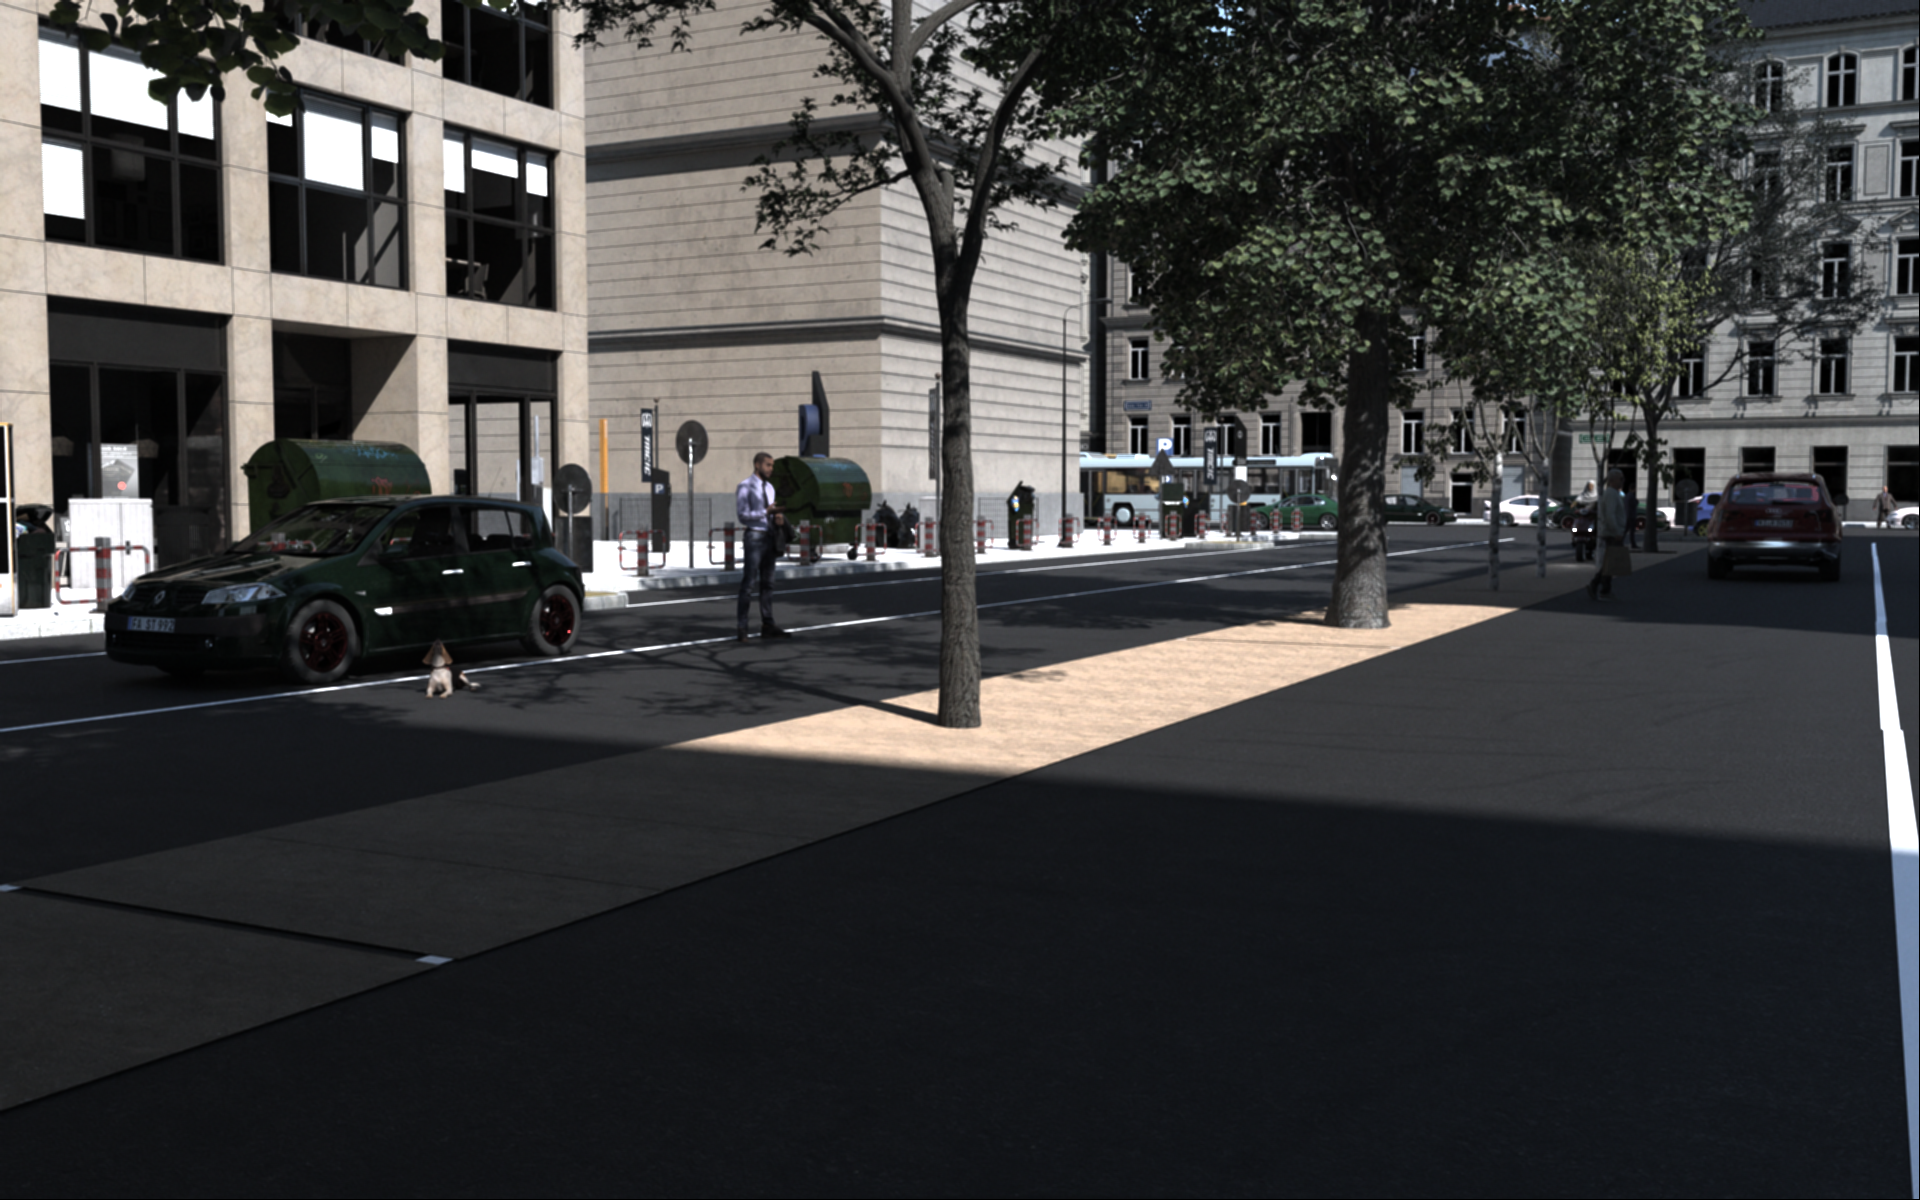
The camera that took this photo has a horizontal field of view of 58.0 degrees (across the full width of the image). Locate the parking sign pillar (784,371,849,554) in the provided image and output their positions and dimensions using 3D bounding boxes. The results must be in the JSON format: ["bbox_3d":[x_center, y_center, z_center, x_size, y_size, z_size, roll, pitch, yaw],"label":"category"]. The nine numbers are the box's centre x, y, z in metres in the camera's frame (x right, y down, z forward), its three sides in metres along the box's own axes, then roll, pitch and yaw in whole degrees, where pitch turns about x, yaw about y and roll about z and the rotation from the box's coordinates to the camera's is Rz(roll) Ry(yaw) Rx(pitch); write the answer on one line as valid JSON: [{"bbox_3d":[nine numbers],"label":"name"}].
[{"bbox_3d":[-3.134,-2.991,37.374,1.447,3.967,1.447,-1,4,-15],"label":"parking sign pillar"}]

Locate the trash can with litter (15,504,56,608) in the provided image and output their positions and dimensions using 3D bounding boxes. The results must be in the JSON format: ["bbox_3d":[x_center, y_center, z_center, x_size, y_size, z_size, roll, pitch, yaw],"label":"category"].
[{"bbox_3d":[-10.680,-0.496,19.504,1.055,1.170,0.624,2,4,32],"label":"trash can with litter"}]

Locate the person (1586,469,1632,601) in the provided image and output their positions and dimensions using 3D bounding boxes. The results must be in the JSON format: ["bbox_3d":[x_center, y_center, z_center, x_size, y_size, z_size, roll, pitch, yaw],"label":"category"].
[{"bbox_3d":[8.693,-0.868,23.182,0.515,1.767,0.782,1,4,14],"label":"person"}]

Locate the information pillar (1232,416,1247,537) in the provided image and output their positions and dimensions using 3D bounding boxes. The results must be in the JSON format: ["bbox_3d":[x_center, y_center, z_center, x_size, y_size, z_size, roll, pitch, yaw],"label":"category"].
[{"bbox_3d":[8.392,-3.701,51.869,0.504,3.616,0.183,-3,5,-42],"label":"information pillar"}]

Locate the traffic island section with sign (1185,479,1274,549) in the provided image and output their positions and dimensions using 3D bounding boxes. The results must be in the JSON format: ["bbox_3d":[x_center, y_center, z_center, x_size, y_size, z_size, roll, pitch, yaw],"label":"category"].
[{"bbox_3d":[7.240,-2.279,45.882,1.989,1.847,2.006,2,4,28],"label":"traffic island section with sign"}]

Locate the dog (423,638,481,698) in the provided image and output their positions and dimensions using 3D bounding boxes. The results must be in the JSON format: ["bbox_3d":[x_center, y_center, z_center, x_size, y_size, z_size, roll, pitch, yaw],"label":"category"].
[{"bbox_3d":[-3.641,0.470,12.511,0.550,0.427,0.748,3,4,39],"label":"dog"}]

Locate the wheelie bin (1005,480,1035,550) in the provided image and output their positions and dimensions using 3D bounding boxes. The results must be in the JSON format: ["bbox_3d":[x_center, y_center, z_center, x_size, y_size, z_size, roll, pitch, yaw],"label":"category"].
[{"bbox_3d":[1.411,-1.979,40.262,0.693,1.594,0.980,0,4,0],"label":"wheelie bin"}]

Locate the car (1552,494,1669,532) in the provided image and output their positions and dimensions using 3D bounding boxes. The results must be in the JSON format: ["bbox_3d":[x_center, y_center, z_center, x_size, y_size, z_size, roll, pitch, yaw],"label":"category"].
[{"bbox_3d":[24.910,-3.460,66.357,4.222,1.686,2.009,2,4,29],"label":"car"}]

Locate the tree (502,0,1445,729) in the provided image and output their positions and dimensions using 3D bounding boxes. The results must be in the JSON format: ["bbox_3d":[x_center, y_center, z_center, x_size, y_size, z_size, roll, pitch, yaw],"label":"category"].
[{"bbox_3d":[0.180,-4.511,10.629,8.767,10.594,7.601,2,4,28],"label":"tree"}]

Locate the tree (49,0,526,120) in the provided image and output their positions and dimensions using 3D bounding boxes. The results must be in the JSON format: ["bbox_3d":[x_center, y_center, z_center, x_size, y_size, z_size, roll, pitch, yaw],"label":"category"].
[{"bbox_3d":[-3.244,-5.086,3.746,7.486,12.596,7.792,0,3,0],"label":"tree"}]

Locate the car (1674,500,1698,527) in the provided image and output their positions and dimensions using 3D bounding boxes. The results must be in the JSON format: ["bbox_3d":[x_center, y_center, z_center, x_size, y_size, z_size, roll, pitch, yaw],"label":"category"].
[{"bbox_3d":[28.589,-3.285,62.377,5.304,1.827,2.281,2,4,29],"label":"car"}]

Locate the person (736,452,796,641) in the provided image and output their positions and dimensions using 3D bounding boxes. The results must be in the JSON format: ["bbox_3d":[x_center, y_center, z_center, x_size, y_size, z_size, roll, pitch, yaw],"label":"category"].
[{"bbox_3d":[-1.871,-0.528,16.997,0.599,1.838,0.709,2,4,31],"label":"person"}]

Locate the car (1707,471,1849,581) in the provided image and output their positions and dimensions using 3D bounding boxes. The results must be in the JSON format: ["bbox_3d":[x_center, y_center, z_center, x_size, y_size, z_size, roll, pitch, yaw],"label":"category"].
[{"bbox_3d":[14.285,-1.325,30.333,2.281,1.827,5.304,2,4,26],"label":"car"}]

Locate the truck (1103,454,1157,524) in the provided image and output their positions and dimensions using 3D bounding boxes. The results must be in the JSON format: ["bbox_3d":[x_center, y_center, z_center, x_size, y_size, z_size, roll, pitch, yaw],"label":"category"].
[{"bbox_3d":[6.118,-5.457,85.138,9.791,3.379,3.469,2,4,26],"label":"truck"}]

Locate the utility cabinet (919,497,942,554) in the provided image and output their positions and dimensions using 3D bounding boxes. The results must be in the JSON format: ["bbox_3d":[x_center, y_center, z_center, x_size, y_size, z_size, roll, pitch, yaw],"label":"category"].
[{"bbox_3d":[-0.378,-1.576,36.935,1.020,1.237,0.306,2,4,33],"label":"utility cabinet"}]

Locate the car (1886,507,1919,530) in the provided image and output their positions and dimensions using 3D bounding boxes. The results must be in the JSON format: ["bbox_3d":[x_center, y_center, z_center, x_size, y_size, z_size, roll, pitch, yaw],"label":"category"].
[{"bbox_3d":[39.849,-3.489,69.402,4.827,1.381,2.083,2,4,29],"label":"car"}]

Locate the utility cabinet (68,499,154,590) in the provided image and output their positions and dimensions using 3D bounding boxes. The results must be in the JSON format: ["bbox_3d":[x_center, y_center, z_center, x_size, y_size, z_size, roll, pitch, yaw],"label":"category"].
[{"bbox_3d":[-11.526,-0.757,23.534,1.020,1.237,0.306,-2,4,-28],"label":"utility cabinet"}]

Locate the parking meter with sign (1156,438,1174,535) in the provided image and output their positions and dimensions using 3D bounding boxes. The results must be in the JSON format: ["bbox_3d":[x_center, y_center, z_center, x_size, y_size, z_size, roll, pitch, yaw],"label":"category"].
[{"bbox_3d":[6.570,-3.582,54.825,0.543,3.016,1.738,1,4,13],"label":"parking meter with sign"}]

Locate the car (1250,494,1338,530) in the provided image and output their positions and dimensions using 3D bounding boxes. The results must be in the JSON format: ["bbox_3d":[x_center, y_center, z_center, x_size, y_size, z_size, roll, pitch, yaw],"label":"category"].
[{"bbox_3d":[13.759,-3.553,69.897,4.920,1.459,2.131,2,4,28],"label":"car"}]

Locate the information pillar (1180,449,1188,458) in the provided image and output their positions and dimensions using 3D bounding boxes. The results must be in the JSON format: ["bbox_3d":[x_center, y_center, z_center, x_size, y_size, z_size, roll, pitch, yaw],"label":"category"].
[{"bbox_3d":[11.736,-6.087,90.871,0.183,3.616,0.504,-3,5,-45],"label":"information pillar"}]

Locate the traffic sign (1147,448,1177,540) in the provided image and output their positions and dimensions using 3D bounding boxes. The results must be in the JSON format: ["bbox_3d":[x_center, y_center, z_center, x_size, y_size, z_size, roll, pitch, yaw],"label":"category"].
[{"bbox_3d":[5.638,-2.964,48.458,0.884,2.594,0.081,2,4,29],"label":"traffic sign"}]

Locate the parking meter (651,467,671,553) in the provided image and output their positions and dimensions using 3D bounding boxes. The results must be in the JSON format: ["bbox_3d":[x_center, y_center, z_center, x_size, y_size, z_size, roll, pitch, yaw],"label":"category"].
[{"bbox_3d":[-6.530,-1.967,37.871,0.399,1.863,0.255,0,4,3],"label":"parking meter"}]

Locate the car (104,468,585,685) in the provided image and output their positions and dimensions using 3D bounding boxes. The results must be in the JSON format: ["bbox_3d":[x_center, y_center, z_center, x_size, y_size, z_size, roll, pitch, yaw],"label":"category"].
[{"bbox_3d":[-4.937,-0.285,14.453,2.009,1.686,4.222,2,4,28],"label":"car"}]

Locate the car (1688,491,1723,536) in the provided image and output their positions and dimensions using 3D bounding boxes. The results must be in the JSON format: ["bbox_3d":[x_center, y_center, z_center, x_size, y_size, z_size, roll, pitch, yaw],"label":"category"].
[{"bbox_3d":[24.673,-2.712,53.928,3.694,1.707,1.945,2,4,26],"label":"car"}]

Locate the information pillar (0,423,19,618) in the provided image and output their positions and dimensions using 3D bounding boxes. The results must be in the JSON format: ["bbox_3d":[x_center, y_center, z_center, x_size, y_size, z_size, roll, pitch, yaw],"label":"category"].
[{"bbox_3d":[-9.999,-0.825,17.988,0.304,2.012,0.304,-1,4,-20],"label":"information pillar"}]

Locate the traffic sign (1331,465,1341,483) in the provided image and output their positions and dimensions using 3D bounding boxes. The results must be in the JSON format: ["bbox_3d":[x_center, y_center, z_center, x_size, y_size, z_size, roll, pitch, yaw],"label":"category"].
[{"bbox_3d":[12.465,-3.232,56.485,0.795,2.450,0.064,2,4,28],"label":"traffic sign"}]

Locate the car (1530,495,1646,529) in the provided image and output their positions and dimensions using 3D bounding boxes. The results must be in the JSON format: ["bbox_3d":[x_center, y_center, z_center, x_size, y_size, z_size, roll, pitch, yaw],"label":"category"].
[{"bbox_3d":[25.956,-3.627,71.099,4.920,1.459,2.131,2,4,27],"label":"car"}]

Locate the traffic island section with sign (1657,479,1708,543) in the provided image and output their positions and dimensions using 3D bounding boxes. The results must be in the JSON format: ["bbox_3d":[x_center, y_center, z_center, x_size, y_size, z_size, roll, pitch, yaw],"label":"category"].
[{"bbox_3d":[21.729,-2.681,51.973,2.006,1.907,1.989,2,4,28],"label":"traffic island section with sign"}]

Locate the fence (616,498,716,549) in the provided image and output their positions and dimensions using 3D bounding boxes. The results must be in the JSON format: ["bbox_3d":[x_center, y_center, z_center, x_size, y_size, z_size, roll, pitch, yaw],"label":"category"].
[{"bbox_3d":[-6.909,-1.804,40.701,2.264,1.192,0.480,-1,4,-18],"label":"fence"}]

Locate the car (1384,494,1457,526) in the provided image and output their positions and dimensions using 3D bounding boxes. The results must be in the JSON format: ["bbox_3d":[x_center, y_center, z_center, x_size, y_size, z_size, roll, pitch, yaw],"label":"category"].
[{"bbox_3d":[20.523,-4.241,79.130,4.222,1.686,2.009,2,4,26],"label":"car"}]

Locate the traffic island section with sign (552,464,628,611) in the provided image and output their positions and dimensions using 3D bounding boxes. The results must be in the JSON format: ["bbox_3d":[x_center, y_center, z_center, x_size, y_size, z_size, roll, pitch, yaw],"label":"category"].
[{"bbox_3d":[-5.329,-0.815,21.954,1.989,1.847,2.006,2,4,28],"label":"traffic island section with sign"}]

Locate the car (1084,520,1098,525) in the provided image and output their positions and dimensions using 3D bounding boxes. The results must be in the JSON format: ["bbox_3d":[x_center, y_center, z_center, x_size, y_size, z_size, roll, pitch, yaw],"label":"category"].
[{"bbox_3d":[4.529,-4.380,80.656,4.494,1.783,2.155,2,4,29],"label":"car"}]

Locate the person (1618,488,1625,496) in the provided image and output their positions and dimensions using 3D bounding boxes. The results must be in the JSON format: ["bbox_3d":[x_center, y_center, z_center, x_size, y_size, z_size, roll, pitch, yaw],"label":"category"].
[{"bbox_3d":[29.027,-4.105,75.954,0.444,1.785,0.601,3,5,41],"label":"person"}]

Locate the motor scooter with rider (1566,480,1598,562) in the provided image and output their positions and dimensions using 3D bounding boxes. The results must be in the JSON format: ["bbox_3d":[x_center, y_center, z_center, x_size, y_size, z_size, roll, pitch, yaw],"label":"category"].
[{"bbox_3d":[13.353,-1.714,36.996,0.876,1.779,1.986,2,4,27],"label":"motor scooter with rider"}]

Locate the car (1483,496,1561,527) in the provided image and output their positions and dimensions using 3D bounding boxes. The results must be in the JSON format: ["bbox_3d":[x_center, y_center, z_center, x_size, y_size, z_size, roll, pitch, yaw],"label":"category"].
[{"bbox_3d":[25.384,-3.875,75.711,4.827,1.381,2.083,2,4,29],"label":"car"}]

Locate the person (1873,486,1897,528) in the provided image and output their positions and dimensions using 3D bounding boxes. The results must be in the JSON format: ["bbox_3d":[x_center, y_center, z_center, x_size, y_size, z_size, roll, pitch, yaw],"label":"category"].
[{"bbox_3d":[39.209,-3.934,73.378,0.990,1.755,0.434,1,4,12],"label":"person"}]

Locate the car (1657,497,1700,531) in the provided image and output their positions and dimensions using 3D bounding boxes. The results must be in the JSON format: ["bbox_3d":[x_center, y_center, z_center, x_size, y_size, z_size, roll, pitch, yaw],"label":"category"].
[{"bbox_3d":[28.732,-3.341,66.989,4.827,1.381,2.083,2,4,29],"label":"car"}]

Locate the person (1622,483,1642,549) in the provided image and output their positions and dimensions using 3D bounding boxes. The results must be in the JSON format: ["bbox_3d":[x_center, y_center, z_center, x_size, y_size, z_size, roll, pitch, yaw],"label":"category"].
[{"bbox_3d":[17.485,-2.185,45.139,0.530,1.710,0.541,1,4,8],"label":"person"}]

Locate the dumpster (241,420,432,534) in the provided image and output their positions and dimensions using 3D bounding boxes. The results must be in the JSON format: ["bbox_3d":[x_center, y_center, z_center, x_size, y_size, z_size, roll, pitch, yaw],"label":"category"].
[{"bbox_3d":[-8.149,-1.232,22.632,1.502,2.255,1.985,2,4,28],"label":"dumpster"}]

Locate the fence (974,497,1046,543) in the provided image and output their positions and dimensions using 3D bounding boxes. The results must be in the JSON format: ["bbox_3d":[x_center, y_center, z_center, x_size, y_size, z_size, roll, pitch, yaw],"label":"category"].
[{"bbox_3d":[1.280,-2.145,46.275,2.264,1.192,0.480,3,5,43],"label":"fence"}]

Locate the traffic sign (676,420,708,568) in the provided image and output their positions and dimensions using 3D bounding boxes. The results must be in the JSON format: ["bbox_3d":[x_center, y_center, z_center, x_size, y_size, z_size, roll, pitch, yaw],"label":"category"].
[{"bbox_3d":[-4.655,-1.825,29.939,0.768,2.556,0.104,3,4,36],"label":"traffic sign"}]
